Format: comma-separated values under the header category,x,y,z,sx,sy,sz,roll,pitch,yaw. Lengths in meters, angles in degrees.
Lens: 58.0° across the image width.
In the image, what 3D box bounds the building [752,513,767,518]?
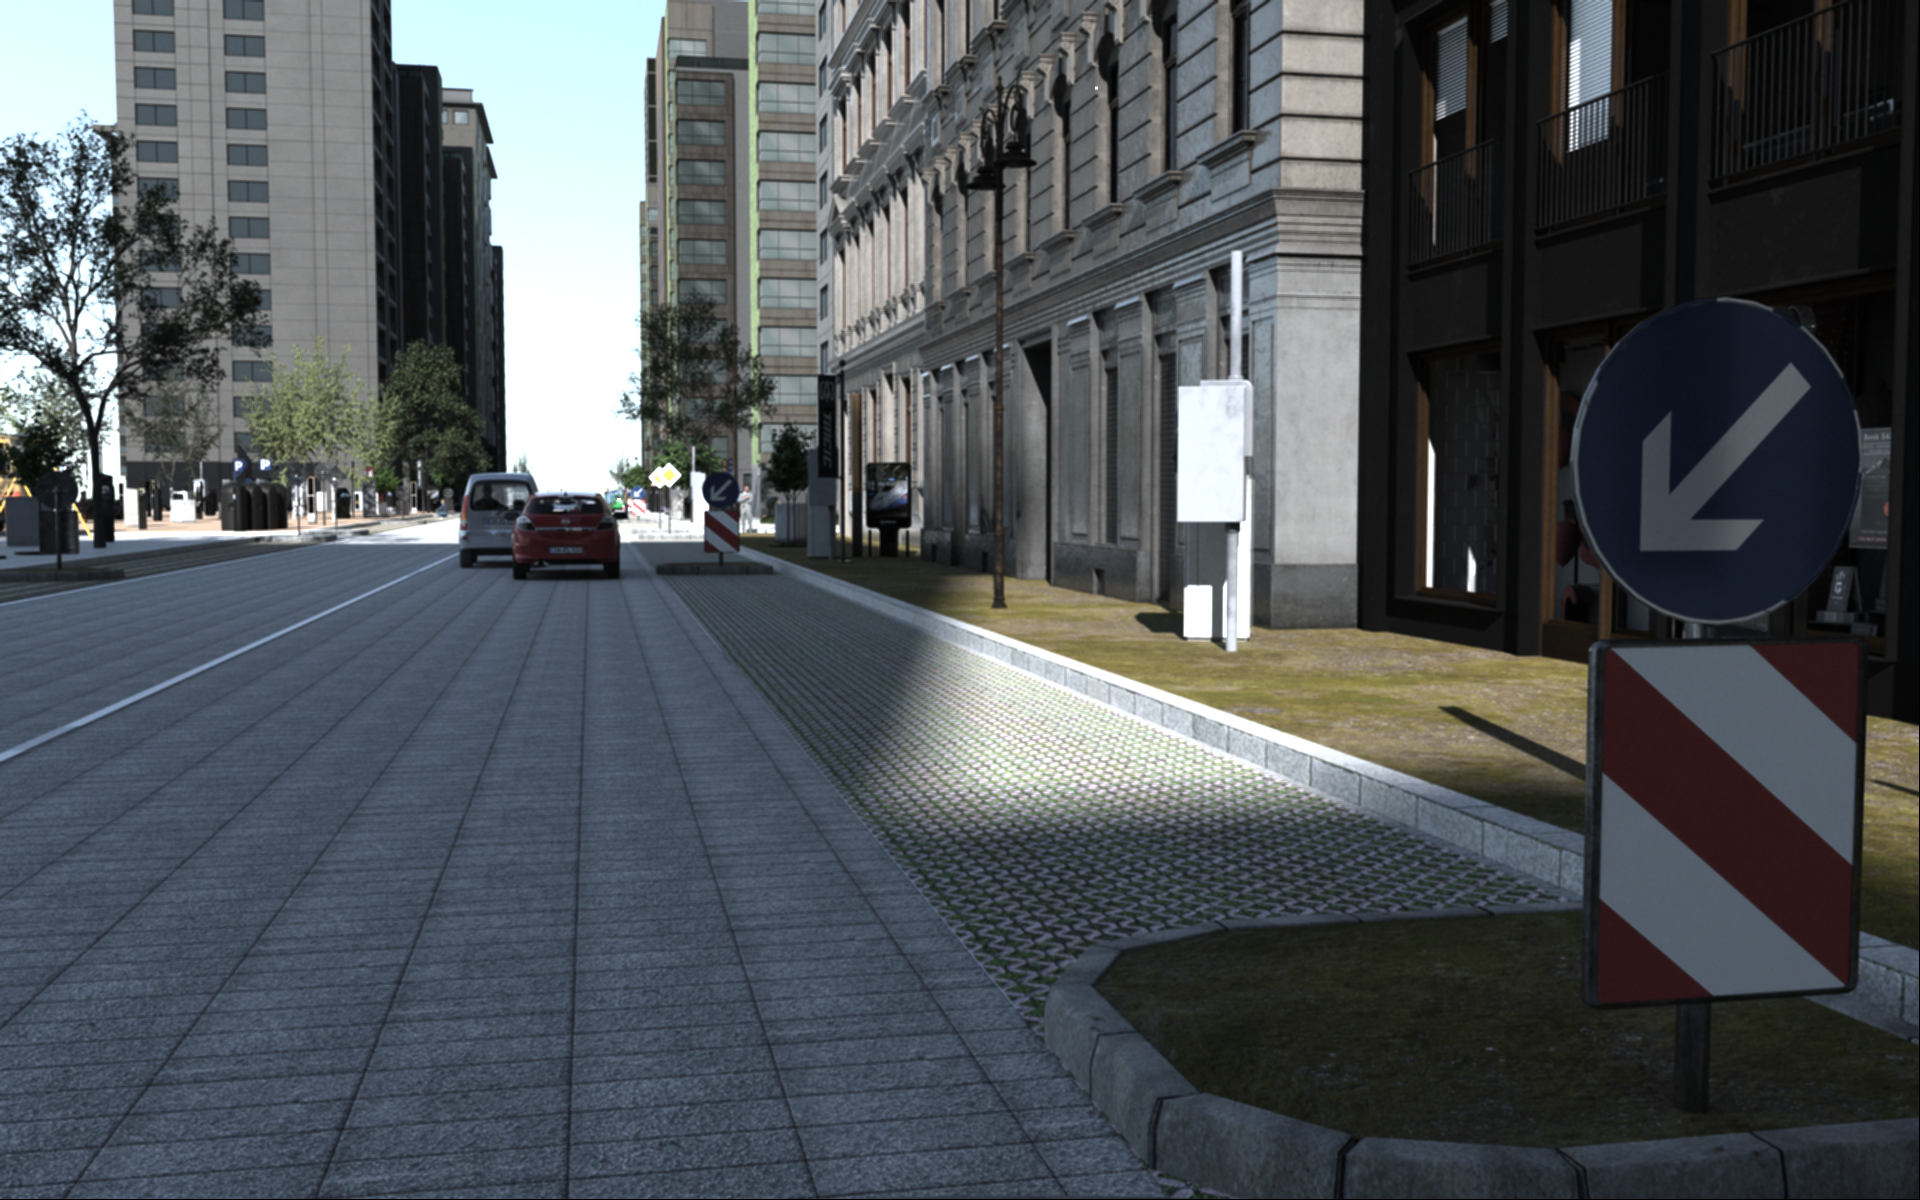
category,x,y,z,sx,sy,sz,roll,pitch,yaw
building,-5.025,-25.344,97.963,14.154,41.232,14.086,-1,4,-12

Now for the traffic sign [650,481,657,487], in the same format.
category,x,y,z,sx,sy,sz,roll,pitch,yaw
traffic sign,-21.552,-7.513,122.847,0.884,2.594,0.081,0,4,-5

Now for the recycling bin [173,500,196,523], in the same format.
category,x,y,z,sx,sy,sz,roll,pitch,yaw
recycling bin,-34.825,-3.990,77.785,0.722,1.027,0.722,3,5,40

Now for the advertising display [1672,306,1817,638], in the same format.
category,x,y,z,sx,sy,sz,roll,pitch,yaw
advertising display,2.853,-0.071,6.370,0.123,1.923,0.974,0,4,3

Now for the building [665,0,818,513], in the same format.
category,x,y,z,sx,sy,sz,roll,pitch,yaw
building,-17.984,-28.403,147.984,14.154,41.232,14.086,-1,4,-12

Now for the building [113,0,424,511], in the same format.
category,x,y,z,sx,sy,sz,roll,pitch,yaw
building,-54.893,-42.952,140.518,20.563,71.187,20.611,-1,4,-12

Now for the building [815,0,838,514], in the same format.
category,x,y,z,sx,sy,sz,roll,pitch,yaw
building,4.862,-39.116,77.801,20.611,71.187,20.563,-1,4,-12

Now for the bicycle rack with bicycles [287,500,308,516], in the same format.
category,x,y,z,sx,sy,sz,roll,pitch,yaw
bicycle rack with bicycles,-39.101,-5.338,100.662,2.852,0.926,2.925,-2,4,-32

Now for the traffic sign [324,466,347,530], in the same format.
category,x,y,z,sx,sy,sz,roll,pitch,yaw
traffic sign,-21.980,-3.509,61.008,0.795,2.450,0.064,-1,4,-12

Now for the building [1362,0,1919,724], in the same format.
category,x,y,z,sx,sy,sz,roll,pitch,yaw
building,11.444,-10.977,9.151,12.332,23.373,15.834,-1,4,-12

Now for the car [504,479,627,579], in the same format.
category,x,y,z,sx,sy,sz,roll,pitch,yaw
car,-6.979,-1.325,30.697,2.155,1.783,4.494,-1,4,-13

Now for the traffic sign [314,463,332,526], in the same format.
category,x,y,z,sx,sy,sz,roll,pitch,yaw
traffic sign,-25.932,-4.311,70.591,0.768,2.556,0.104,0,4,-5

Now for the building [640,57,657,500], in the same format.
category,x,y,z,sx,sy,sz,roll,pitch,yaw
building,-43.167,-51.770,284.694,20.563,71.187,20.611,-1,4,-12

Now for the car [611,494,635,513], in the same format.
category,x,y,z,sx,sy,sz,roll,pitch,yaw
car,-26.096,-7.660,134.034,1.959,1.807,4.718,-1,4,-12

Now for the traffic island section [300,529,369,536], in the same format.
category,x,y,z,sx,sy,sz,roll,pitch,yaw
traffic island section,-22.002,-2.372,61.065,2.009,0.180,2.903,-1,4,-12

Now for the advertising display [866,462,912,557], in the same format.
category,x,y,z,sx,sy,sz,roll,pitch,yaw
advertising display,-1.457,-1.847,35.406,0.974,1.923,0.123,1,4,23

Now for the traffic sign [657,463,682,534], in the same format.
category,x,y,z,sx,sy,sz,roll,pitch,yaw
traffic sign,-9.316,-3.172,55.507,0.795,2.450,0.064,-1,4,-12

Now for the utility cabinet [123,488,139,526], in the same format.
category,x,y,z,sx,sy,sz,roll,pitch,yaw
utility cabinet,-32.778,-3.659,68.504,0.318,1.500,1.173,-3,4,-37

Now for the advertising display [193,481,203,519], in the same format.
category,x,y,z,sx,sy,sz,roll,pitch,yaw
advertising display,-38.782,-5.076,88.199,0.123,1.923,0.974,-3,5,-43

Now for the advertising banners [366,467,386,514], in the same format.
category,x,y,z,sx,sy,sz,roll,pitch,yaw
advertising banners,-37.808,-7.171,113.430,2.074,3.025,0.090,-2,4,-29

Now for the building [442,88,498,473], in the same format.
category,x,y,z,sx,sy,sz,roll,pitch,yaw
building,-76.190,-39.006,226.990,28.713,52.752,27.495,-1,4,-12

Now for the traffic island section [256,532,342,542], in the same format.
category,x,y,z,sx,sy,sz,roll,pitch,yaw
traffic island section,-20.341,-1.894,53.254,2.009,0.180,2.903,-1,4,-12

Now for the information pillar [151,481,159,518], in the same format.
category,x,y,z,sx,sy,sz,roll,pitch,yaw
information pillar,-43.662,-5.473,93.973,0.304,2.012,0.304,3,5,40

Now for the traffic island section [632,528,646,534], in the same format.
category,x,y,z,sx,sy,sz,roll,pitch,yaw
traffic island section,-10.956,-2.515,63.400,2.009,0.180,2.903,-1,4,-12

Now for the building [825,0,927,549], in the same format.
category,x,y,z,sx,sy,sz,roll,pitch,yaw
building,3.078,-12.773,44.993,11.583,22.565,21.152,-1,4,-12

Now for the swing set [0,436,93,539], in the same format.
category,x,y,z,sx,sy,sz,roll,pitch,yaw
swing set,-25.943,-3.059,47.632,2.862,2.851,3.119,0,4,-8

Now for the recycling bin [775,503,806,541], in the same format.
category,x,y,z,sx,sy,sz,roll,pitch,yaw
recycling bin,-4.646,-2.151,47.723,0.722,1.027,0.722,1,4,17

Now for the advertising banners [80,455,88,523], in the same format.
category,x,y,z,sx,sy,sz,roll,pitch,yaw
advertising banners,-39.245,-4.981,77.634,0.090,3.025,2.074,-2,4,-35

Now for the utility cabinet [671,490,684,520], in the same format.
category,x,y,z,sx,sy,sz,roll,pitch,yaw
utility cabinet,-13.841,-4.667,84.986,0.318,1.500,1.173,-2,4,-25

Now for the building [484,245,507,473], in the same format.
category,x,y,z,sx,sy,sz,roll,pitch,yaw
building,-79.969,-36.221,275.809,14.154,41.232,14.086,-1,4,-12

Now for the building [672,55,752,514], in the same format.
category,x,y,z,sx,sy,sz,roll,pitch,yaw
building,-12.651,-21.255,119.223,14.160,30.474,14.107,-1,4,-12

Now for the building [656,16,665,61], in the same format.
category,x,y,z,sx,sy,sz,roll,pitch,yaw
building,-21.010,-31.322,162.219,14.600,45.320,14.200,-1,4,-12

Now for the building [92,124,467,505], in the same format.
category,x,y,z,sx,sy,sz,roll,pitch,yaw
building,-67.490,-29.641,176.509,32.217,40.220,23.993,-1,4,-12

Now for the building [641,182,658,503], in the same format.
category,x,y,z,sx,sy,sz,roll,pitch,yaw
building,-34.554,-33.466,230.756,14.154,41.232,14.086,-1,4,-12

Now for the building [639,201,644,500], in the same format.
category,x,y,z,sx,sy,sz,roll,pitch,yaw
building,-38.003,-34.300,244.398,14.154,41.232,14.086,-1,4,-12

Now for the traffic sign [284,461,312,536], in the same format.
category,x,y,z,sx,sy,sz,roll,pitch,yaw
traffic sign,-20.320,-3.031,53.197,0.795,2.450,0.064,-1,4,-12

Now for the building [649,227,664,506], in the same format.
category,x,y,z,sx,sy,sz,roll,pitch,yaw
building,-26.988,-25.605,190.337,14.160,30.474,14.107,-1,4,-12

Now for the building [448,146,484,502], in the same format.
category,x,y,z,sx,sy,sz,roll,pitch,yaw
building,-62.501,-31.399,196.962,14.154,41.232,14.086,-1,4,-12

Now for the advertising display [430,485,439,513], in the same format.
category,x,y,z,sx,sy,sz,roll,pitch,yaw
advertising display,-36.512,-7.034,120.225,0.123,1.923,0.974,1,4,22

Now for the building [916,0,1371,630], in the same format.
category,x,y,z,sx,sy,sz,roll,pitch,yaw
building,5.665,-10.780,25.397,9.793,20.994,18.267,-1,4,-12

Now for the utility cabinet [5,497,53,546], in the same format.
category,x,y,z,sx,sy,sz,roll,pitch,yaw
utility cabinet,-23.070,-1.943,42.937,1.020,1.237,0.306,-2,4,-33

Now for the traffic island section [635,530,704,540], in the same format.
category,x,y,z,sx,sy,sz,roll,pitch,yaw
traffic island section,-9.295,-2.037,55.589,2.009,0.180,2.903,-1,4,-12

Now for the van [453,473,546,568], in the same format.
category,x,y,z,sx,sy,sz,roll,pitch,yaw
van,-9.286,-1.727,35.243,2.013,2.044,4.112,-1,4,-14

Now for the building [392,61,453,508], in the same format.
category,x,y,z,sx,sy,sz,roll,pitch,yaw
building,-55.115,-29.090,159.223,14.154,41.232,14.086,-1,4,-12

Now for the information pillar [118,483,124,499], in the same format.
category,x,y,z,sx,sy,sz,roll,pitch,yaw
information pillar,-53.824,-6.526,111.193,0.304,2.012,0.304,-1,4,-18

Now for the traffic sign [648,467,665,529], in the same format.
category,x,y,z,sx,sy,sz,roll,pitch,yaw
traffic sign,-10.977,-3.650,63.318,0.795,2.450,0.064,-1,4,-12
